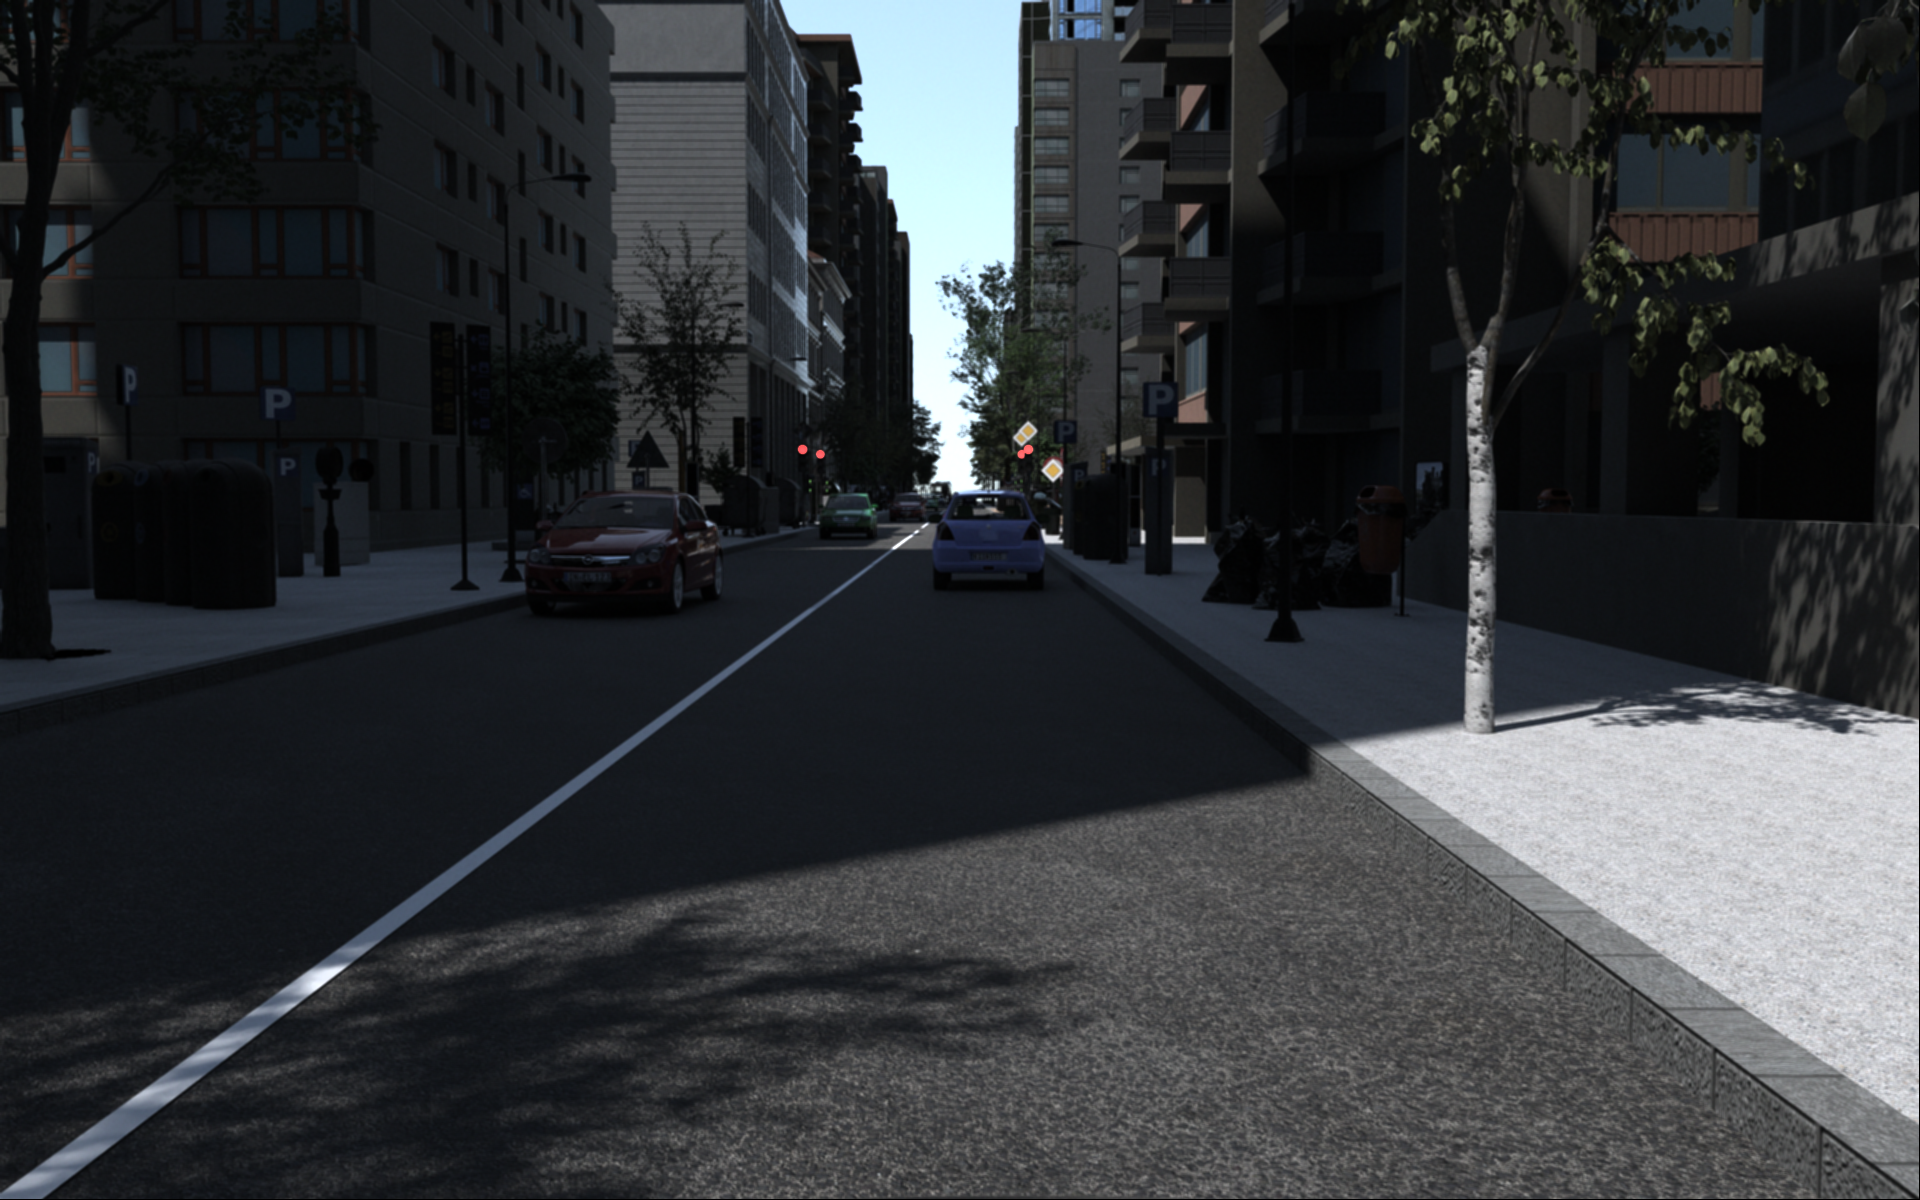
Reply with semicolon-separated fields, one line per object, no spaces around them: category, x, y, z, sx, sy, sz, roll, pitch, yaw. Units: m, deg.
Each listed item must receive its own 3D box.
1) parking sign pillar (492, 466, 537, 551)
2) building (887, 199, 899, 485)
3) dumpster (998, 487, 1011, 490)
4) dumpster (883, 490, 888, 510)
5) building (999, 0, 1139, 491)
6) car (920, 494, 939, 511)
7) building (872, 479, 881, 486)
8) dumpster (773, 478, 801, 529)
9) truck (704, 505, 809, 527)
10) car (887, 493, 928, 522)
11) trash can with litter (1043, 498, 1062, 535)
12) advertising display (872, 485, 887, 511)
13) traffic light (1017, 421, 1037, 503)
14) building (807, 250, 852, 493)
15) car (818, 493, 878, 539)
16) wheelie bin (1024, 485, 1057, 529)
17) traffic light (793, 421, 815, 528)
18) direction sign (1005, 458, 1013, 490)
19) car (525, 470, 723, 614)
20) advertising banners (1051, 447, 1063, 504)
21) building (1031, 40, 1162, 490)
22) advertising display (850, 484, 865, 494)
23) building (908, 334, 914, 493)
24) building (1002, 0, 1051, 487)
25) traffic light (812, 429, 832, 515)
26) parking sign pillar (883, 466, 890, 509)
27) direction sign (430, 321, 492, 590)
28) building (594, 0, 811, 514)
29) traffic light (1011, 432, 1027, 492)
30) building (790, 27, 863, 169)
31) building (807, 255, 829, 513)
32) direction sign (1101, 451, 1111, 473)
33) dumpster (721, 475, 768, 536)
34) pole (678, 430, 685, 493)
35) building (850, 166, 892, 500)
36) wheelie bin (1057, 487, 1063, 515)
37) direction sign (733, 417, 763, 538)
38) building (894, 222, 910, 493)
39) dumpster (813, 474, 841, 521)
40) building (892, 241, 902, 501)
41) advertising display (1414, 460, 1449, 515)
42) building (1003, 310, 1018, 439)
parking sign pillar;-10.018;-3.133;39.692;1.447;3.967;1.447;-1;4;-17
building;-20.187;-36.409;249.908;22.147;44.769;28.867;0;4;0
dumpster;3.410;-7.765;132.722;1.264;1.857;1.865;0;4;0
dumpster;-6.255;-7.885;134.680;1.264;1.857;1.865;0;4;0
building;18.020;-59.883;291.764;22.319;86.520;31.000;0;4;0
car;-2.712;-8.279;144.160;1.959;1.807;4.718;0;4;0
building;-25.149;-30.514;190.792;32.217;40.220;23.993;0;4;0
dumpster;-6.550;-3.554;63.859;1.264;1.857;1.865;0;3;0
truck;-15.681;-4.966;70.952;18.799;4.110;2.967;0;4;1
car;-2.748;-5.023;91.174;2.155;1.783;4.494;0;4;1
trash can with litter;3.134;-2.611;54.081;1.055;1.170;0.624;1;4;20
advertising display;-6.047;-7.693;130.991;0.974;1.923;0.123;0;4;6
traffic light;2.588;-4.731;66.279;0.839;4.253;0.868;0;4;0
building;-15.018;-18.394;136.900;11.583;22.565;21.152;0;4;0
car;-3.626;-2.915;56.452;1.959;1.807;4.718;0;4;-1
wheelie bin;2.904;-3.397;63.454;0.693;1.594;0.980;-2;4;-27
traffic light;-5.974;-4.733;66.298;0.839;4.253;0.868;0;4;0
direction sign;3.265;-7.129;108.548;0.876;3.537;0.379;1;4;8
car;-4.195;-0.794;22.022;2.155;1.783;4.494;0;4;2
advertising banners;3.642;-4.202;64.888;0.090;3.025;2.074;-1;4;-8
building;13.553;-29.149;160.176;14.154;41.232;14.086;0;4;0
advertising display;-6.548;-6.438;110.477;0.974;1.923;0.123;0;4;5
building;-15.330;-32.369;300.932;14.160;30.474;14.107;0;4;0
building;16.705;-49.768;251.961;20.563;71.187;20.611;0;4;0
traffic light;-5.941;-5.221;74.283;0.839;4.253;0.868;0;4;0
parking sign pillar;-6.181;-9.755;147.965;1.447;3.967;1.447;0;4;-1
direction sign;-6.637;-1.903;23.115;0.379;3.537;0.876;3;5;44
building;-14.770;-19.181;91.109;11.434;29.767;29.804;0;4;0
traffic light;2.620;-5.220;74.264;0.839;4.253;0.868;0;4;0
building;-20.591;-31.121;163.446;22.147;44.769;28.867;0;4;0
building;-14.806;-15.425;116.824;10.561;19.102;19.286;0;4;0
direction sign;7.645;-6.037;90.707;0.379;3.537;0.876;-2;4;-31
dumpster;-6.648;-2.908;53.310;1.264;1.857;1.865;0;3;0
pole;-8.854;-3.749;55.144;0.158;3.312;0.155;0;3;0
building;-16.021;-32.179;209.728;14.154;41.232;14.086;0;4;0
wheelie bin;3.926;-4.096;74.874;0.980;1.594;0.693;0;4;-7
direction sign;-6.238;-3.609;51.004;0.876;3.537;0.379;-1;4;-22
building;-15.343;-38.887;285.907;14.600;45.320;14.200;0;4;0
dumpster;-6.406;-4.837;81.583;1.502;2.255;1.985;0;4;0
building;-16.396;-35.983;271.920;14.154;41.232;14.086;0;4;0
advertising display;8.945;-1.693;32.895;0.123;1.923;0.974;-1;4;-18
building;13.721;-30.537;270.980;14.160;30.474;14.107;0;4;0
